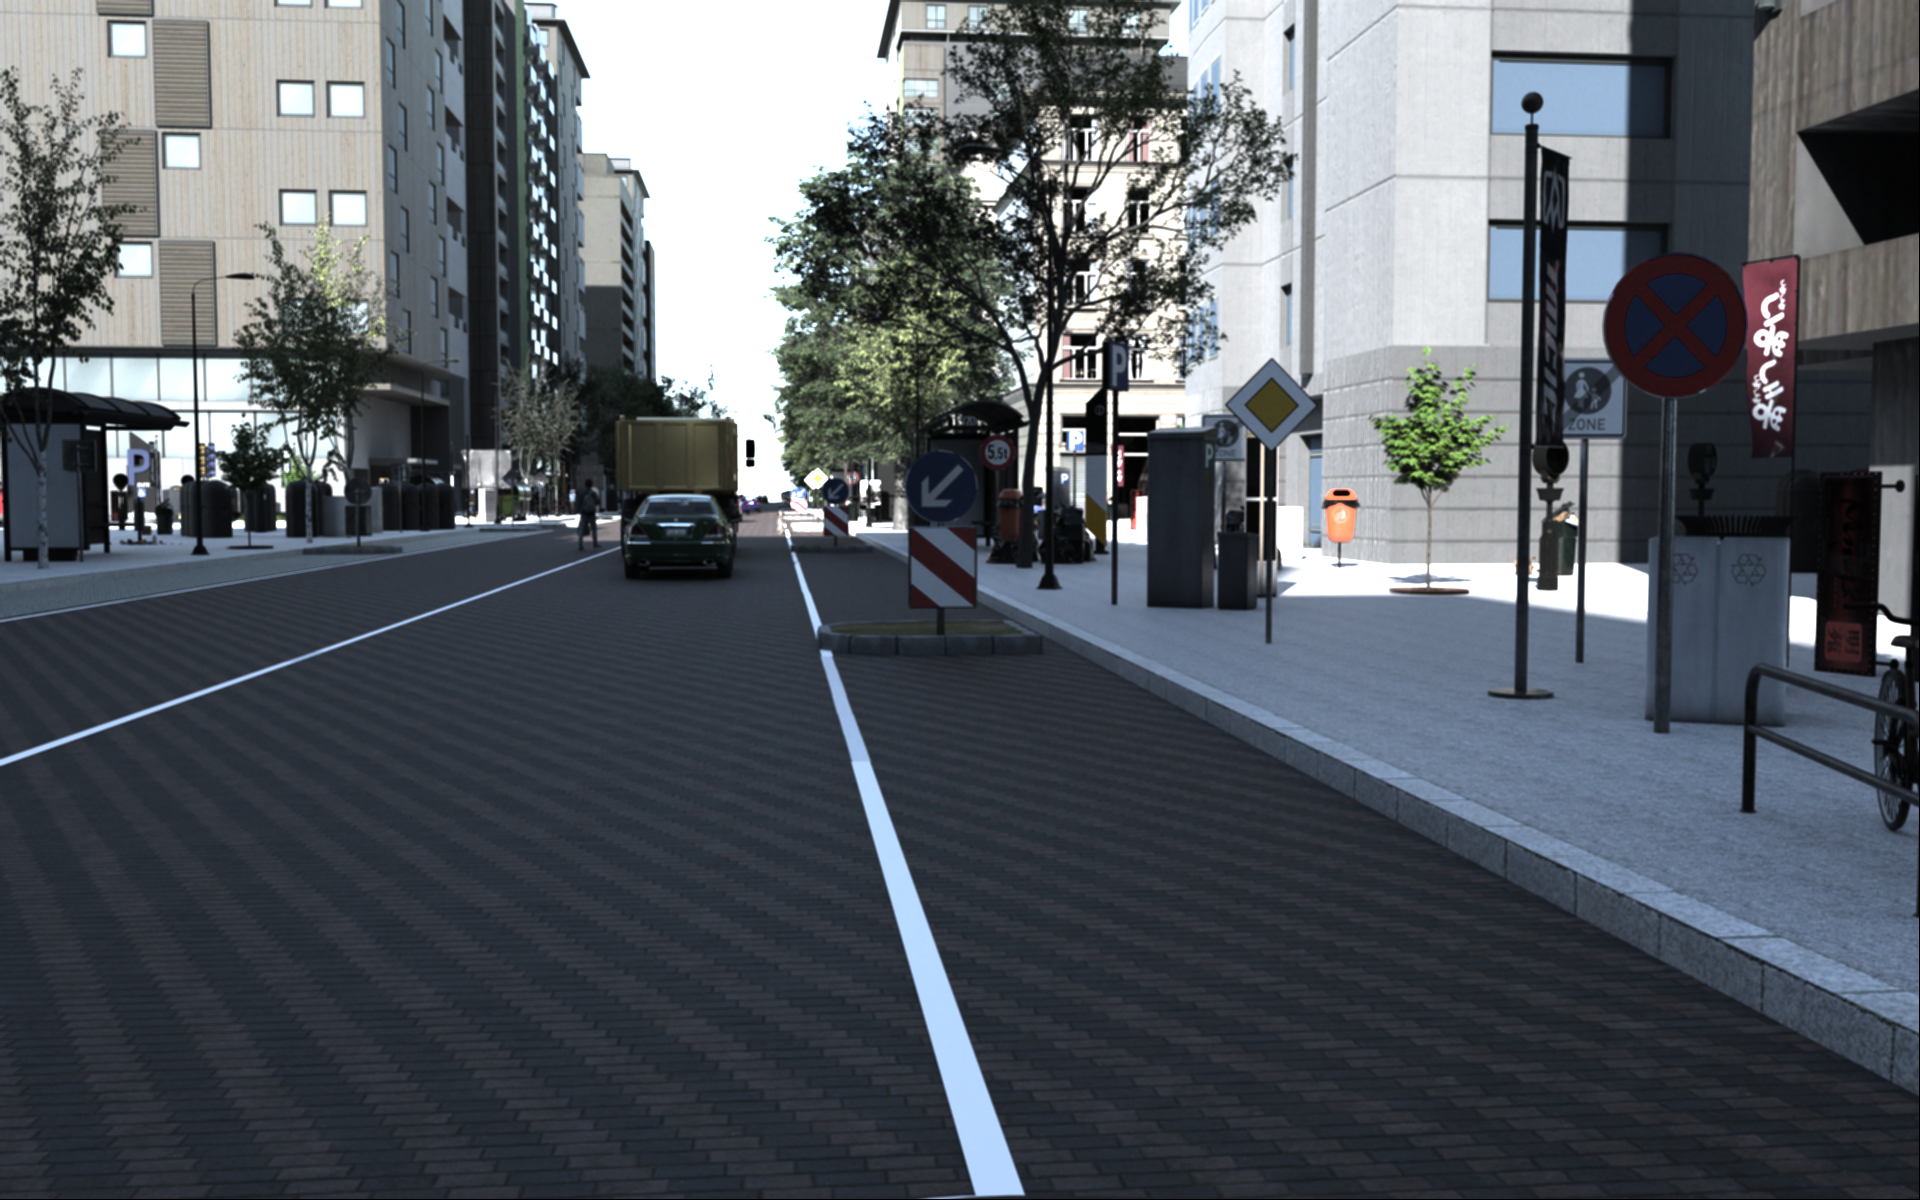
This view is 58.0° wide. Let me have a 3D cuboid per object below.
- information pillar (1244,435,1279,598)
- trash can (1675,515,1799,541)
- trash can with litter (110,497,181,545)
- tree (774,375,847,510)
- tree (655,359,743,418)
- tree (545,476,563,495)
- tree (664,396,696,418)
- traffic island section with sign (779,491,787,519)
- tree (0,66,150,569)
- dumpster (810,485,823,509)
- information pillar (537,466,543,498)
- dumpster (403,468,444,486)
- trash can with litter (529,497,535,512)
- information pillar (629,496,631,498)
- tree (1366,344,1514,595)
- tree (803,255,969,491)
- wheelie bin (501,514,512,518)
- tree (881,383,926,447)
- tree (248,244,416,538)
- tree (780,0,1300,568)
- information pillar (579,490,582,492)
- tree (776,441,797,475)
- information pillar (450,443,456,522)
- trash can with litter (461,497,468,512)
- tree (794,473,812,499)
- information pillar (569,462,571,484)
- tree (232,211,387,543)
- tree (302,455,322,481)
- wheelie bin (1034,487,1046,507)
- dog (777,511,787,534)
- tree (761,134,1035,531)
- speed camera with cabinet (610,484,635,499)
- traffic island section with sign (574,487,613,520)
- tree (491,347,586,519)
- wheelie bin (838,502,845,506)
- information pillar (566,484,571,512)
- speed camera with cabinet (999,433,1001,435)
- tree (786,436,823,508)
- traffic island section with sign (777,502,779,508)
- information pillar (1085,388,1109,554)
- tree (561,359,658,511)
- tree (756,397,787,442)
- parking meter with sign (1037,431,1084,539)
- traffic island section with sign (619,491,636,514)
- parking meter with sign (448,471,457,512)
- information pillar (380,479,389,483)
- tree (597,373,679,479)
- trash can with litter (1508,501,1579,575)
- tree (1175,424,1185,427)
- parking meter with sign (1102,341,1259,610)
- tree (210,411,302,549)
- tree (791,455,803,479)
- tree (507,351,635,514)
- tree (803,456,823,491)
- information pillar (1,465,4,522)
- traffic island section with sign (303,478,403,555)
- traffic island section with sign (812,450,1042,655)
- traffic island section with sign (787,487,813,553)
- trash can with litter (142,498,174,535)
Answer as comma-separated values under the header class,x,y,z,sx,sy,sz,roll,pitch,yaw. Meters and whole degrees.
class,x,y,z,sx,sy,sz,roll,pitch,yaw
information pillar,3.745,-1.043,21.541,0.304,2.012,0.304,-3,4,-38
trash can,5.105,0.014,11.431,0.748,1.137,0.748,0,3,0
trash can with litter,-21.033,-2.052,44.602,1.678,1.210,2.233,-2,4,-27
tree,-10.795,-13.355,136.474,7.486,12.596,7.792,0,3,0
tree,-36.836,-23.601,241.766,12.611,20.169,13.585,0,3,0
tree,-34.190,-9.334,147.218,1.663,3.219,1.824,0,3,0
tree,-32.550,-16.468,187.372,7.486,12.596,7.792,0,3,0
traffic island section with sign,-9.157,-5.496,98.486,1.989,1.847,2.006,0,4,-6
tree,-15.975,-4.844,29.570,4.360,8.622,3.978,0,3,0
dumpster,-12.151,-8.957,148.932,1.502,2.255,1.985,0,4,-6
information pillar,-34.189,-9.158,141.088,0.504,3.616,0.183,-1,4,-19
dumpster,-20.082,-3.813,64.842,1.502,2.255,1.985,0,4,-6
trash can with litter,-30.381,-6.868,123.681,1.055,1.170,0.624,-2,4,-23
information pillar,-27.848,-9.499,146.655,0.183,3.616,0.504,-3,5,-43
tree,6.034,-1.710,22.560,1.663,3.219,1.824,0,3,0
tree,-1.519,-6.235,52.311,4.737,8.622,4.395,0,3,0
wheelie bin,-24.689,-5.266,94.013,0.693,1.594,0.980,-1,4,-22
tree,-3.300,-9.582,107.028,4.360,8.622,3.978,0,3,0
tree,-18.024,-6.103,50.145,4.360,8.622,3.978,0,3,0
tree,1.165,-5.815,29.487,8.767,10.594,7.601,-1,4,-11
information pillar,-32.592,-8.800,148.371,0.304,2.012,0.304,3,4,37
tree,-27.016,-23.441,293.636,12.009,13.543,11.850,0,3,0
information pillar,-23.082,-5.345,78.751,0.183,3.616,0.504,-1,4,-12
trash can with litter,-35.095,-6.831,123.079,1.055,1.170,0.624,2,4,34
tree,-21.024,-15.525,237.554,4.285,4.588,4.351,0,3,0
information pillar,-28.224,-8.250,126.248,0.504,3.616,0.183,-2,4,-32
tree,-17.195,-5.822,45.546,4.737,8.622,4.395,0,3,0
tree,-28.679,-4.913,74.932,1.663,3.219,1.824,0,3,0
wheelie bin,3.404,-4.252,77.435,0.980,1.594,0.693,0,4,5
dog,-6.508,-2.781,62.312,0.513,0.831,0.800,2,4,27
tree,-2.150,-9.389,60.163,9.857,13.997,8.962,0,3,0
speed camera with cabinet,-28.802,-9.386,147.791,2.038,3.252,0.660,0,4,-1
traffic island section with sign,-20.452,-5.387,96.709,1.989,1.847,2.006,0,4,-6
tree,-21.930,-8.416,87.970,4.360,8.622,3.978,0,3,0
wheelie bin,-6.419,-5.320,94.896,0.693,1.594,0.980,0,4,-3
information pillar,-27.970,-7.285,123.599,0.304,2.012,0.304,-2,4,-33
speed camera with cabinet,0.317,-3.049,44.180,2.038,3.252,0.660,0,4,-1
tree,-12.802,-14.595,164.380,9.928,11.665,9.643,0,3,0
traffic island section with sign,-12.028,-7.135,125.289,1.989,1.847,2.006,0,4,-6
information pillar,2.926,-2.792,37.008,0.504,3.616,0.183,2,4,28
tree,-26.830,-12.752,134.250,9.928,11.665,9.643,0,3,0
tree,-25.559,-25.373,270.742,12.611,20.169,13.585,0,3,0
parking meter with sign,2.762,-3.202,48.621,0.543,3.016,1.738,-2,4,-29
traffic island section with sign,-23.378,-7.058,124.019,1.989,1.847,2.006,0,4,-6
parking meter with sign,-35.398,-7.627,120.959,0.543,3.016,1.738,-1,4,-14
information pillar,-27.185,-4.731,81.837,0.304,2.012,0.304,-3,5,-45
tree,-29.967,-15.137,164.497,9.611,12.733,9.660,0,3,0
trash can with litter,9.215,-0.976,27.349,1.055,1.170,0.624,1,4,20
tree,9.360,-4.864,63.238,4.285,4.588,4.351,0,3,0
parking meter with sign,2.508,-1.427,19.596,1.738,3.016,0.543,2,4,30
tree,-16.860,-2.826,40.811,1.663,3.219,1.824,0,3,0
tree,-18.104,-15.946,211.082,4.737,8.622,4.395,0,3,0
tree,-24.956,-10.884,112.363,8.767,10.594,7.601,-1,4,-19
tree,-11.512,-11.897,144.870,4.360,8.622,3.978,0,3,0
information pillar,-23.724,-2.375,43.327,0.304,2.012,0.304,3,4,38
traffic island section with sign,-14.549,-2.021,41.679,1.989,1.847,2.006,0,4,-6
traffic island section with sign,-0.352,-0.476,16.410,1.989,1.847,2.006,0,4,-6
traffic island section with sign,-3.231,-2.115,43.211,1.989,1.847,2.006,0,4,-6
trash can with litter,-25.365,-2.645,54.636,1.055,1.170,0.624,-1,4,-20
